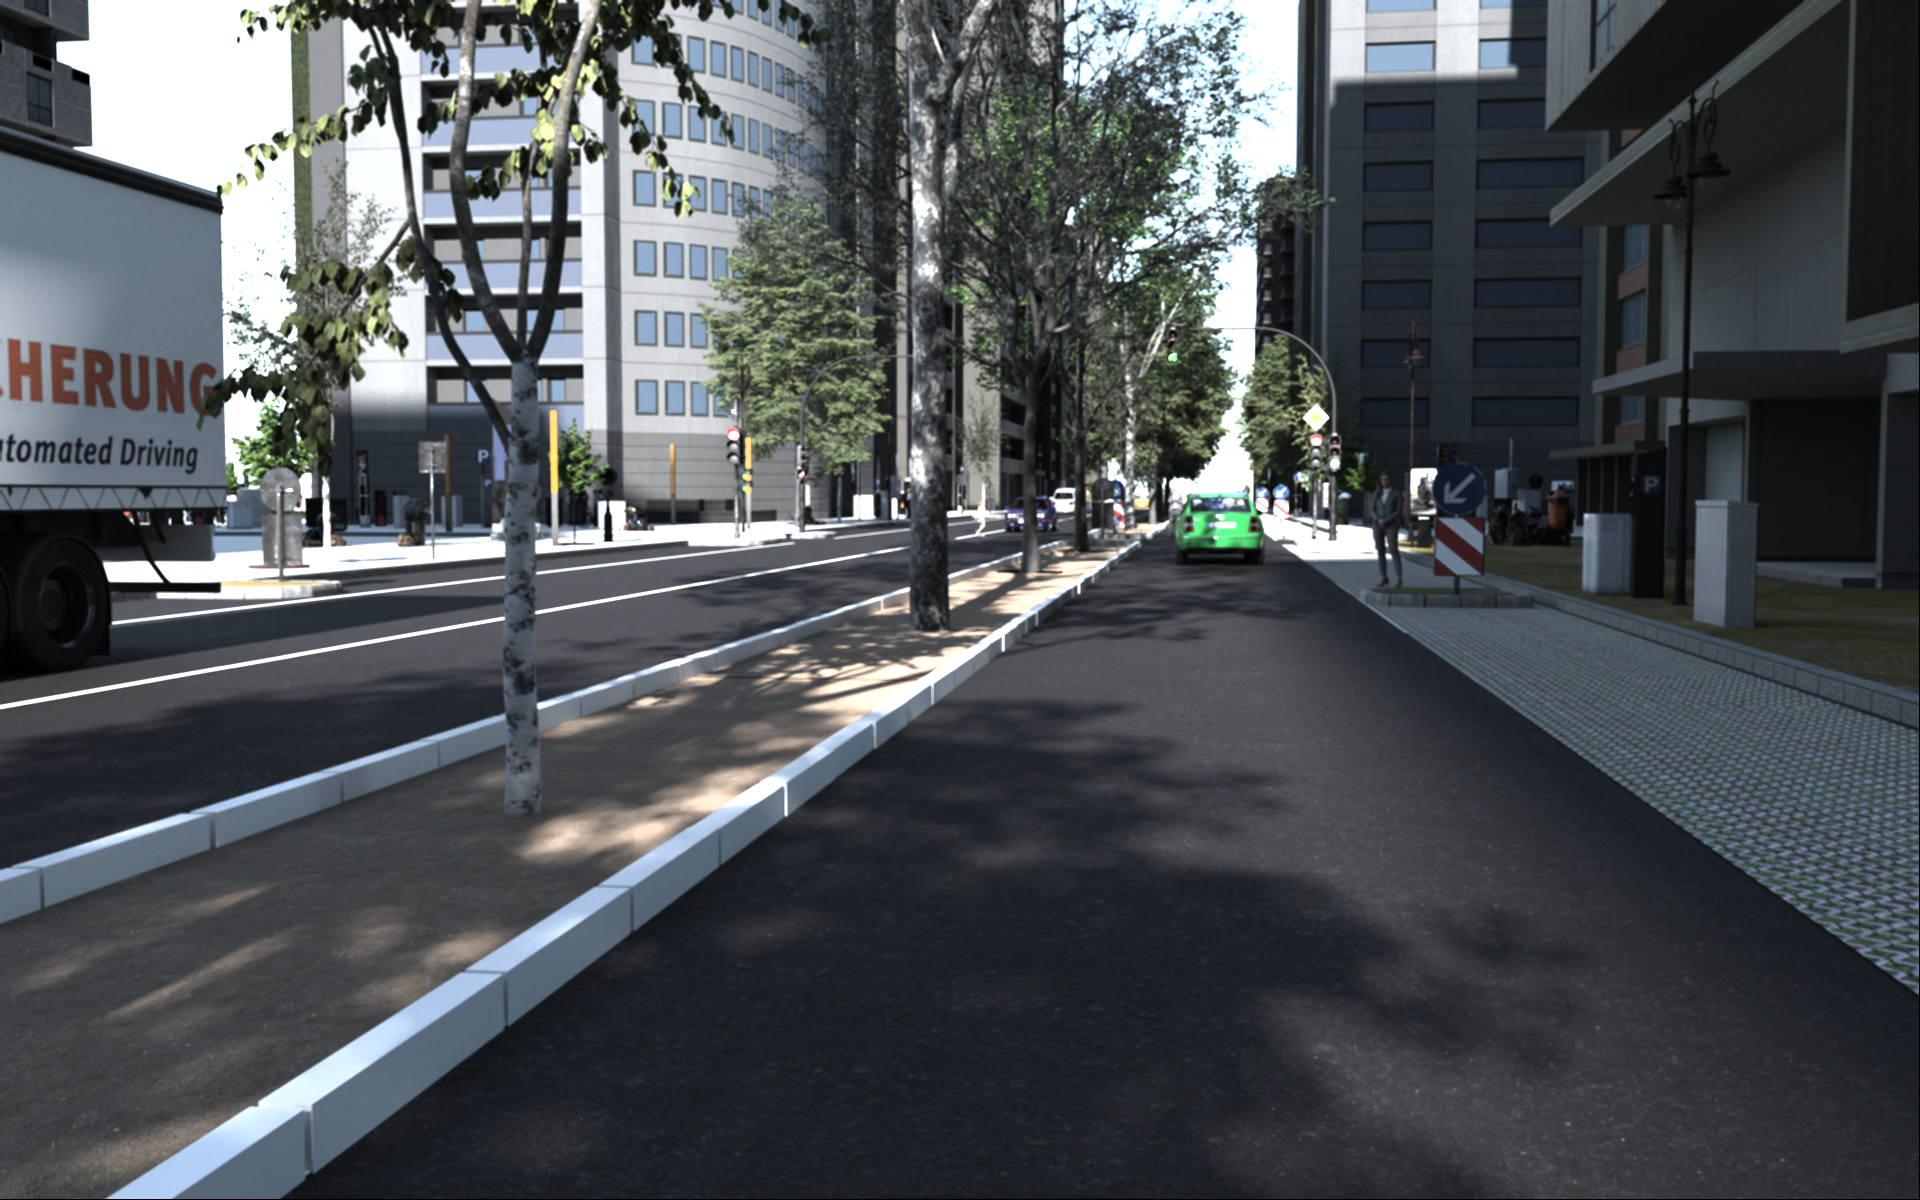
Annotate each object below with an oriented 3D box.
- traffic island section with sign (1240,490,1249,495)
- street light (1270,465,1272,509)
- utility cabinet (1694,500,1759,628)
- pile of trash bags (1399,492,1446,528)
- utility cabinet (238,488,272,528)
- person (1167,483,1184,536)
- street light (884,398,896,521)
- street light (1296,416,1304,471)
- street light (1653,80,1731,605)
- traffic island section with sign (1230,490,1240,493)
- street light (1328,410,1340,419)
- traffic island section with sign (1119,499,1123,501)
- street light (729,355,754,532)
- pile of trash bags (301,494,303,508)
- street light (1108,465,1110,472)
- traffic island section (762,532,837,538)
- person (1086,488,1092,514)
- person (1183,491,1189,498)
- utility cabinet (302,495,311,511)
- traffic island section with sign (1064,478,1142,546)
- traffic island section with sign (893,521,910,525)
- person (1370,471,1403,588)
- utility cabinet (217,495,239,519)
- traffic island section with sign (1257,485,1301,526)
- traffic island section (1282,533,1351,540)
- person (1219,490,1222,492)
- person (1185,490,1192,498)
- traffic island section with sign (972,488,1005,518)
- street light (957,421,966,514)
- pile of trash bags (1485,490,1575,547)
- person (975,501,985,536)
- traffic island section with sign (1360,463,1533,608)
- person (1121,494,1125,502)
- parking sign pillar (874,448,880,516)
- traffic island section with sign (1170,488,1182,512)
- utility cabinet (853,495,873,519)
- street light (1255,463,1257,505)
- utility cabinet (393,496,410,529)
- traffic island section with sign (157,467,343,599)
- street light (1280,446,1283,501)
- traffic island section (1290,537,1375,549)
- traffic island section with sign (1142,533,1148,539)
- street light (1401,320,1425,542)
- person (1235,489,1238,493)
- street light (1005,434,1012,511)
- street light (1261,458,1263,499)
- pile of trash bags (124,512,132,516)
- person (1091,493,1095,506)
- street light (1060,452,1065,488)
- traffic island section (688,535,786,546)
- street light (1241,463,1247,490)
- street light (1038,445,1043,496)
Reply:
[{"bbox_3d":[17.997,-5.823,103.829,1.989,1.847,2.006,1,4,8],"label":"traffic island section with sign"},{"bbox_3d":[27.514,-11.022,153.001,0.468,5.910,1.993,1,4,8],"label":"street light"},{"bbox_3d":[7.560,-0.363,17.098,0.306,1.237,1.020,0,4,7],"label":"utility cabinet"},{"bbox_3d":[17.133,-3.356,64.626,1.912,1.369,3.447,3,4,36],"label":"pile of trash bags"},{"bbox_3d":[-26.570,-3.464,65.310,1.173,1.500,0.318,0,4,7],"label":"utility cabinet"},{"bbox_3d":[7.339,-3.073,58.925,0.537,1.800,0.526,1,4,16],"label":"person"},{"bbox_3d":[-3.402,-6.762,83.338,0.468,5.910,1.993,1,4,8],"label":"street light"},{"bbox_3d":[20.207,-7.963,102.980,0.468,5.910,1.993,1,4,8],"label":"street light"},{"bbox_3d":[8.360,-2.884,19.937,0.468,5.910,1.993,1,4,8],"label":"street light"},{"bbox_3d":[25.144,-8.855,153.401,1.989,1.847,2.006,1,4,8],"label":"traffic island section with sign"},{"bbox_3d":[16.590,-6.374,77.008,0.468,5.910,1.993,1,4,8],"label":"street light"},{"bbox_3d":[24.645,-15.664,264.733,1.989,1.847,2.006,1,4,8],"label":"traffic island section with sign"},{"bbox_3d":[-7.239,-5.196,57.737,0.468,5.910,1.993,1,4,8],"label":"street light"},{"bbox_3d":[-38.352,-5.768,104.054,3.447,1.369,1.912,-3,5,-42],"label":"pile of trash bags"},{"bbox_3d":[22.929,-17.954,266.339,0.468,5.910,1.993,1,4,8],"label":"street light"},{"bbox_3d":[-5.245,-2.144,57.339,2.009,0.180,2.903,1,4,8],"label":"traffic island section"},{"bbox_3d":[9.231,-7.120,124.826,0.656,1.842,0.836,2,4,26],"label":"person"},{"bbox_3d":[24.139,-10.660,183.316,1.217,1.766,0.721,1,4,20],"label":"person"},{"bbox_3d":[-34.188,-4.910,91.446,1.020,1.237,0.306,1,4,18],"label":"utility cabinet"},{"bbox_3d":[3.934,-2.450,48.190,2.006,1.907,1.989,1,4,8],"label":"traffic island section with sign"},{"bbox_3d":[-1.975,-4.366,80.010,1.989,1.847,2.006,1,4,8],"label":"traffic island section with sign"},{"bbox_3d":[6.525,-1.086,26.528,0.520,1.790,0.573,1,4,17],"label":"person"},{"bbox_3d":[-37.214,-4.703,88.056,1.020,1.237,0.306,0,4,5],"label":"utility cabinet"},{"bbox_3d":[14.160,-4.191,77.147,1.989,1.847,2.006,1,4,8],"label":"traffic island section with sign"},{"bbox_3d":[11.276,-1.999,54.962,2.009,0.180,2.903,1,4,8],"label":"traffic island section"},{"bbox_3d":[23.912,-9.204,159.004,0.705,1.821,1.348,0,4,-4],"label":"person"},{"bbox_3d":[22.935,-9.990,171.806,1.348,1.831,0.705,1,4,22],"label":"person"},{"bbox_3d":[1.868,-5.998,106.691,1.989,1.847,2.006,1,4,8],"label":"traffic island section with sign"},{"bbox_3d":[0.165,-8.333,109.025,0.468,5.910,1.993,1,4,8],"label":"street light"},{"bbox_3d":[14.398,-2.047,43.225,1.912,1.369,3.447,0,4,-2],"label":"pile of trash bags"},{"bbox_3d":[0.674,-2.776,58.906,0.382,1.210,0.505,0,4,-4],"label":"person"},{"bbox_3d":[6.294,-0.856,22.624,1.989,1.847,2.006,1,4,8],"label":"traffic island section with sign"},{"bbox_3d":[9.686,-5.732,102.028,0.655,1.846,0.447,-2,4,-32],"label":"person"},{"bbox_3d":[-4.970,-6.919,101.601,1.447,3.967,1.447,-1,4,-10],"label":"parking sign pillar"},{"bbox_3d":[15.709,-7.447,129.895,2.006,1.907,1.989,1,4,8],"label":"traffic island section with sign"},{"bbox_3d":[-5.082,-4.883,91.006,1.020,1.237,0.306,-1,4,-19],"label":"utility cabinet"},{"bbox_3d":[34.780,-14.137,203.934,0.468,5.910,1.993,1,4,8],"label":"street light"},{"bbox_3d":[-20.904,-3.286,64.893,0.306,1.237,1.020,0,4,2],"label":"utility cabinet"},{"bbox_3d":[-9.956,-0.980,24.645,1.989,1.847,2.006,1,4,8],"label":"traffic island section with sign"},{"bbox_3d":[23.964,-9.529,128.592,0.468,5.910,1.993,1,4,8],"label":"street light"},{"bbox_3d":[10.137,-1.515,47.058,2.009,0.180,2.903,1,4,8],"label":"traffic island section"},{"bbox_3d":[5.000,-2.898,55.521,2.006,1.907,1.989,1,4,8],"label":"traffic island section with sign"},{"bbox_3d":[12.080,-4.496,46.298,0.468,5.910,1.993,1,4,8],"label":"street light"},{"bbox_3d":[20.392,-7.266,127.568,0.850,1.792,0.678,-1,4,-10],"label":"person"},{"bbox_3d":[3.717,-9.830,133.509,0.468,5.910,1.993,1,4,8],"label":"street light"},{"bbox_3d":[31.180,-12.595,178.708,0.468,5.910,1.993,1,4,8],"label":"street light"},{"bbox_3d":[-53.017,-6.246,111.871,3.447,1.369,1.912,-1,4,-21],"label":"pile of trash bags"},{"bbox_3d":[15.573,-11.921,203.043,1.348,1.869,0.705,1,4,10],"label":"person"},{"bbox_3d":[10.918,-12.927,184.136,0.468,5.910,1.993,1,4,8],"label":"street light"},{"bbox_3d":[-6.384,-1.661,49.435,2.009,0.180,2.903,1,4,8],"label":"traffic island section"},{"bbox_3d":[43.023,-17.632,261.068,0.468,5.910,1.993,1,4,8],"label":"street light"},{"bbox_3d":[7.349,-11.373,158.730,0.468,5.910,1.993,1,4,8],"label":"street light"}]
